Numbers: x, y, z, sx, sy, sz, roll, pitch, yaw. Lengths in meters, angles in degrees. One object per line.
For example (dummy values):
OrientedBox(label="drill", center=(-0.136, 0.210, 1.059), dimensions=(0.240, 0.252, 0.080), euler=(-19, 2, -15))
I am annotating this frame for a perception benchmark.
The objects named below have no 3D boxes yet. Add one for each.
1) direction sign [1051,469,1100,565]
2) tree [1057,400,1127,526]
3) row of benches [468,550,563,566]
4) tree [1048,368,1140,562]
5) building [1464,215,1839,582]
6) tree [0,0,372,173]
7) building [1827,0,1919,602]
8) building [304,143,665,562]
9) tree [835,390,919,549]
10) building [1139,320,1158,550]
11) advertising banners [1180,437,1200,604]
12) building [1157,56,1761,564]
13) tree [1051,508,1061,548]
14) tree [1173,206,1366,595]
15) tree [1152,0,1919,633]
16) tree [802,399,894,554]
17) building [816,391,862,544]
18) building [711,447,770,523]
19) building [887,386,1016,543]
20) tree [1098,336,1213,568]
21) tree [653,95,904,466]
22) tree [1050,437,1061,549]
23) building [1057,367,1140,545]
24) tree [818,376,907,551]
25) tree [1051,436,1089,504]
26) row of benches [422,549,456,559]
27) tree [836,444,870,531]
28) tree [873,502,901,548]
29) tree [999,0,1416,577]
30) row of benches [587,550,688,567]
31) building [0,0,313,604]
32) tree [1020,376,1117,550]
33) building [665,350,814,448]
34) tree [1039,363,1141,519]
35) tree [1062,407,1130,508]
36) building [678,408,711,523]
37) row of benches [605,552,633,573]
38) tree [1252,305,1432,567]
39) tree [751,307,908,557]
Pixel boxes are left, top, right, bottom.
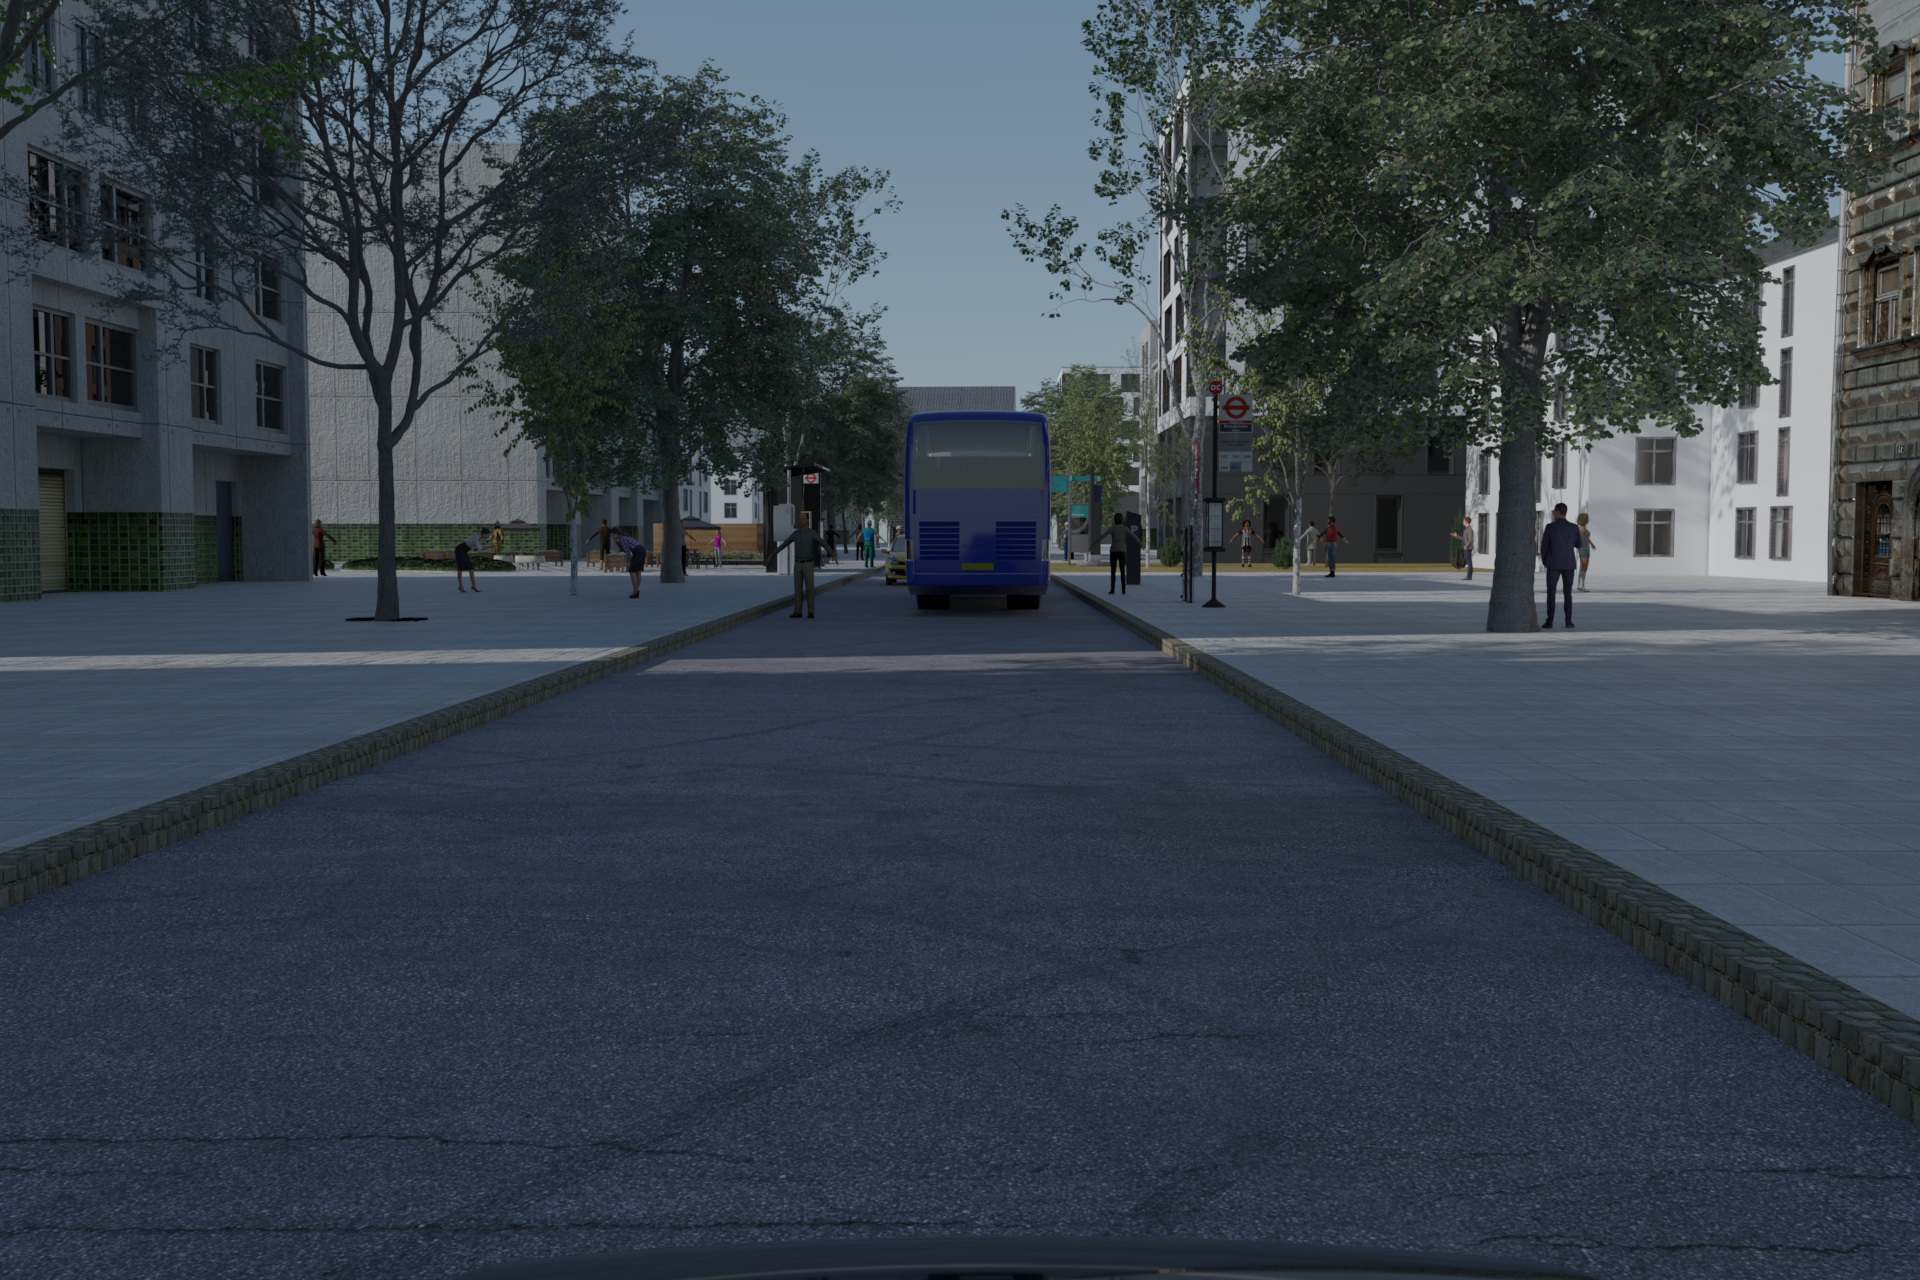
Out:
OrientedBox(label="direction sign", center=(4.493, -4.994, 70.412), dimensions=(2.525, 3.948, 1.411), euler=(0, 4, -1))
OrientedBox(label="tree", center=(7.409, -8.817, 94.514), dimensions=(4.737, 8.622, 4.395), euler=(0, 3, 0))
OrientedBox(label="row of benches", center=(-17.536, -3.231, 68.287), dimensions=(4.104, 0.672, 1.422), euler=(-3, 4, -37))
OrientedBox(label="tree", center=(5.812, -7.698, 76.222), dimensions=(4.737, 8.622, 4.395), euler=(0, 3, 0))
OrientedBox(label="building", center=(23.981, -6.823, 53.706), dimensions=(9.099, 9.664, 28.070), euler=(0, 4, 1))
OrientedBox(label="tree", center=(-8.455, -5.380, 13.713), dimensions=(9.928, 11.665, 9.643), euler=(0, 3, 0))
OrientedBox(label="building", center=(27.288, -11.950, 26.305), dimensions=(19.493, 23.208, 18.063), euler=(0, 3, 0))
OrientedBox(label="building", center=(-27.385, -13.944, 94.446), dimensions=(16.747, 18.905, 31.486), euler=(0, 4, 1))
OrientedBox(label="tree", center=(-7.452, -15.013, 152.116), dimensions=(9.857, 13.997, 8.962), euler=(0, 3, 0))
OrientedBox(label="building", center=(24.012, -16.485, 135.993), dimensions=(16.747, 18.905, 31.486), euler=(0, 4, 0))
OrientedBox(label="advertising banners", center=(4.290, -2.208, 32.283), dimensions=(0.090, 3.025, 2.074), euler=(0, 4, 0))
OrientedBox(label="building", center=(24.107, -15.098, 90.834), dimensions=(27.936, 21.610, 32.646), euler=(0, 4, 1))
OrientedBox(label="tree", center=(8.726, -12.860, 160.624), dimensions=(4.737, 8.622, 4.395), euler=(0, 3, 0))
OrientedBox(label="tree", center=(6.922, -5.256, 36.294), dimensions=(4.737, 8.622, 4.395), euler=(0, 3, 0))
OrientedBox(label="tree", center=(7.214, -7.086, 22.509), dimensions=(9.857, 13.997, 8.962), euler=(0, 3, 0))
OrientedBox(label="tree", center=(-7.685, -10.841, 111.668), dimensions=(7.601, 10.594, 8.767), euler=(0, 4, 7))
OrientedBox(label="building", center=(-22.368, -22.251, 230.257), dimensions=(16.747, 18.905, 31.486), euler=(0, 4, 1))
OrientedBox(label="building", center=(-24.243, -14.568, 180.341), dimensions=(9.099, 9.664, 28.070), euler=(0, 4, 1))
OrientedBox(label="building", center=(-0.851, -25.848, 256.002), dimensions=(18.063, 23.208, 19.493), euler=(0, 4, 4))
OrientedBox(label="tree", center=(6.866, -7.010, 64.980), dimensions=(4.360, 8.622, 3.978), euler=(0, 3, 0))
OrientedBox(label="tree", center=(-8.886, -13.574, 77.822), dimensions=(12.611, 20.169, 13.585), euler=(0, 3, 0))
OrientedBox(label="tree", center=(8.442, -13.126, 149.021), dimensions=(8.767, 10.594, 7.601), euler=(-2, 4, -25))
OrientedBox(label="building", center=(26.574, -23.464, 227.606), dimensions=(27.936, 21.610, 32.646), euler=(0, 4, 1))
OrientedBox(label="tree", center=(-7.312, -13.610, 132.890), dimensions=(12.009, 13.543, 11.850), euler=(0, 3, 0))
OrientedBox(label="tree", center=(8.169, -10.918, 128.876), dimensions=(4.360, 8.622, 3.978), euler=(0, 3, 0))
OrientedBox(label="row of benches", center=(-21.495, -3.472, 72.225), dimensions=(1.422, 0.672, 4.104), euler=(0, 4, 2))
OrientedBox(label="tree", center=(-7.203, -10.404, 120.464), dimensions=(4.360, 8.622, 3.978), euler=(0, 3, 0))
OrientedBox(label="tree", center=(-6.692, -13.053, 163.774), dimensions=(4.360, 8.622, 3.978), euler=(0, 3, 0))
OrientedBox(label="tree", center=(7.655, -12.042, 52.772), dimensions=(12.611, 20.169, 13.585), euler=(0, 3, 0))
OrientedBox(label="row of benches", center=(-12.586, -3.161, 67.141), dimensions=(4.104, 0.672, 1.422), euler=(1, 4, 12))
OrientedBox(label="building", center=(-26.056, -10.072, 31.137), dimensions=(16.747, 18.905, 31.486), euler=(0, 3, 0))
OrientedBox(label="tree", center=(8.230, -14.165, 138.259), dimensions=(9.857, 13.997, 8.962), euler=(0, 3, 0))
OrientedBox(label="building", center=(-26.317, -22.767, 203.175), dimensions=(19.493, 23.208, 18.063), euler=(0, 4, 0))
OrientedBox(label="tree", center=(8.450, -12.071, 115.490), dimensions=(7.486, 12.596, 7.792), euler=(0, 3, 0))
OrientedBox(label="tree", center=(7.888, -9.165, 100.209), dimensions=(4.360, 8.622, 3.978), euler=(0, 3, 0))
OrientedBox(label="building", center=(-22.555, -11.262, 126.280), dimensions=(9.099, 9.664, 28.070), euler=(0, 4, 1))
OrientedBox(label="row of benches", center=(-11.550, -2.679, 59.256), dimensions=(1.422, 0.672, 4.104), euler=(0, 4, -2))
OrientedBox(label="tree", center=(14.704, -8.120, 67.174), dimensions=(7.601, 10.594, 8.767), euler=(0, 4, -5))
OrientedBox(label="tree", center=(-7.229, -11.590, 96.150), dimensions=(9.857, 13.997, 8.962), euler=(0, 3, 0))
